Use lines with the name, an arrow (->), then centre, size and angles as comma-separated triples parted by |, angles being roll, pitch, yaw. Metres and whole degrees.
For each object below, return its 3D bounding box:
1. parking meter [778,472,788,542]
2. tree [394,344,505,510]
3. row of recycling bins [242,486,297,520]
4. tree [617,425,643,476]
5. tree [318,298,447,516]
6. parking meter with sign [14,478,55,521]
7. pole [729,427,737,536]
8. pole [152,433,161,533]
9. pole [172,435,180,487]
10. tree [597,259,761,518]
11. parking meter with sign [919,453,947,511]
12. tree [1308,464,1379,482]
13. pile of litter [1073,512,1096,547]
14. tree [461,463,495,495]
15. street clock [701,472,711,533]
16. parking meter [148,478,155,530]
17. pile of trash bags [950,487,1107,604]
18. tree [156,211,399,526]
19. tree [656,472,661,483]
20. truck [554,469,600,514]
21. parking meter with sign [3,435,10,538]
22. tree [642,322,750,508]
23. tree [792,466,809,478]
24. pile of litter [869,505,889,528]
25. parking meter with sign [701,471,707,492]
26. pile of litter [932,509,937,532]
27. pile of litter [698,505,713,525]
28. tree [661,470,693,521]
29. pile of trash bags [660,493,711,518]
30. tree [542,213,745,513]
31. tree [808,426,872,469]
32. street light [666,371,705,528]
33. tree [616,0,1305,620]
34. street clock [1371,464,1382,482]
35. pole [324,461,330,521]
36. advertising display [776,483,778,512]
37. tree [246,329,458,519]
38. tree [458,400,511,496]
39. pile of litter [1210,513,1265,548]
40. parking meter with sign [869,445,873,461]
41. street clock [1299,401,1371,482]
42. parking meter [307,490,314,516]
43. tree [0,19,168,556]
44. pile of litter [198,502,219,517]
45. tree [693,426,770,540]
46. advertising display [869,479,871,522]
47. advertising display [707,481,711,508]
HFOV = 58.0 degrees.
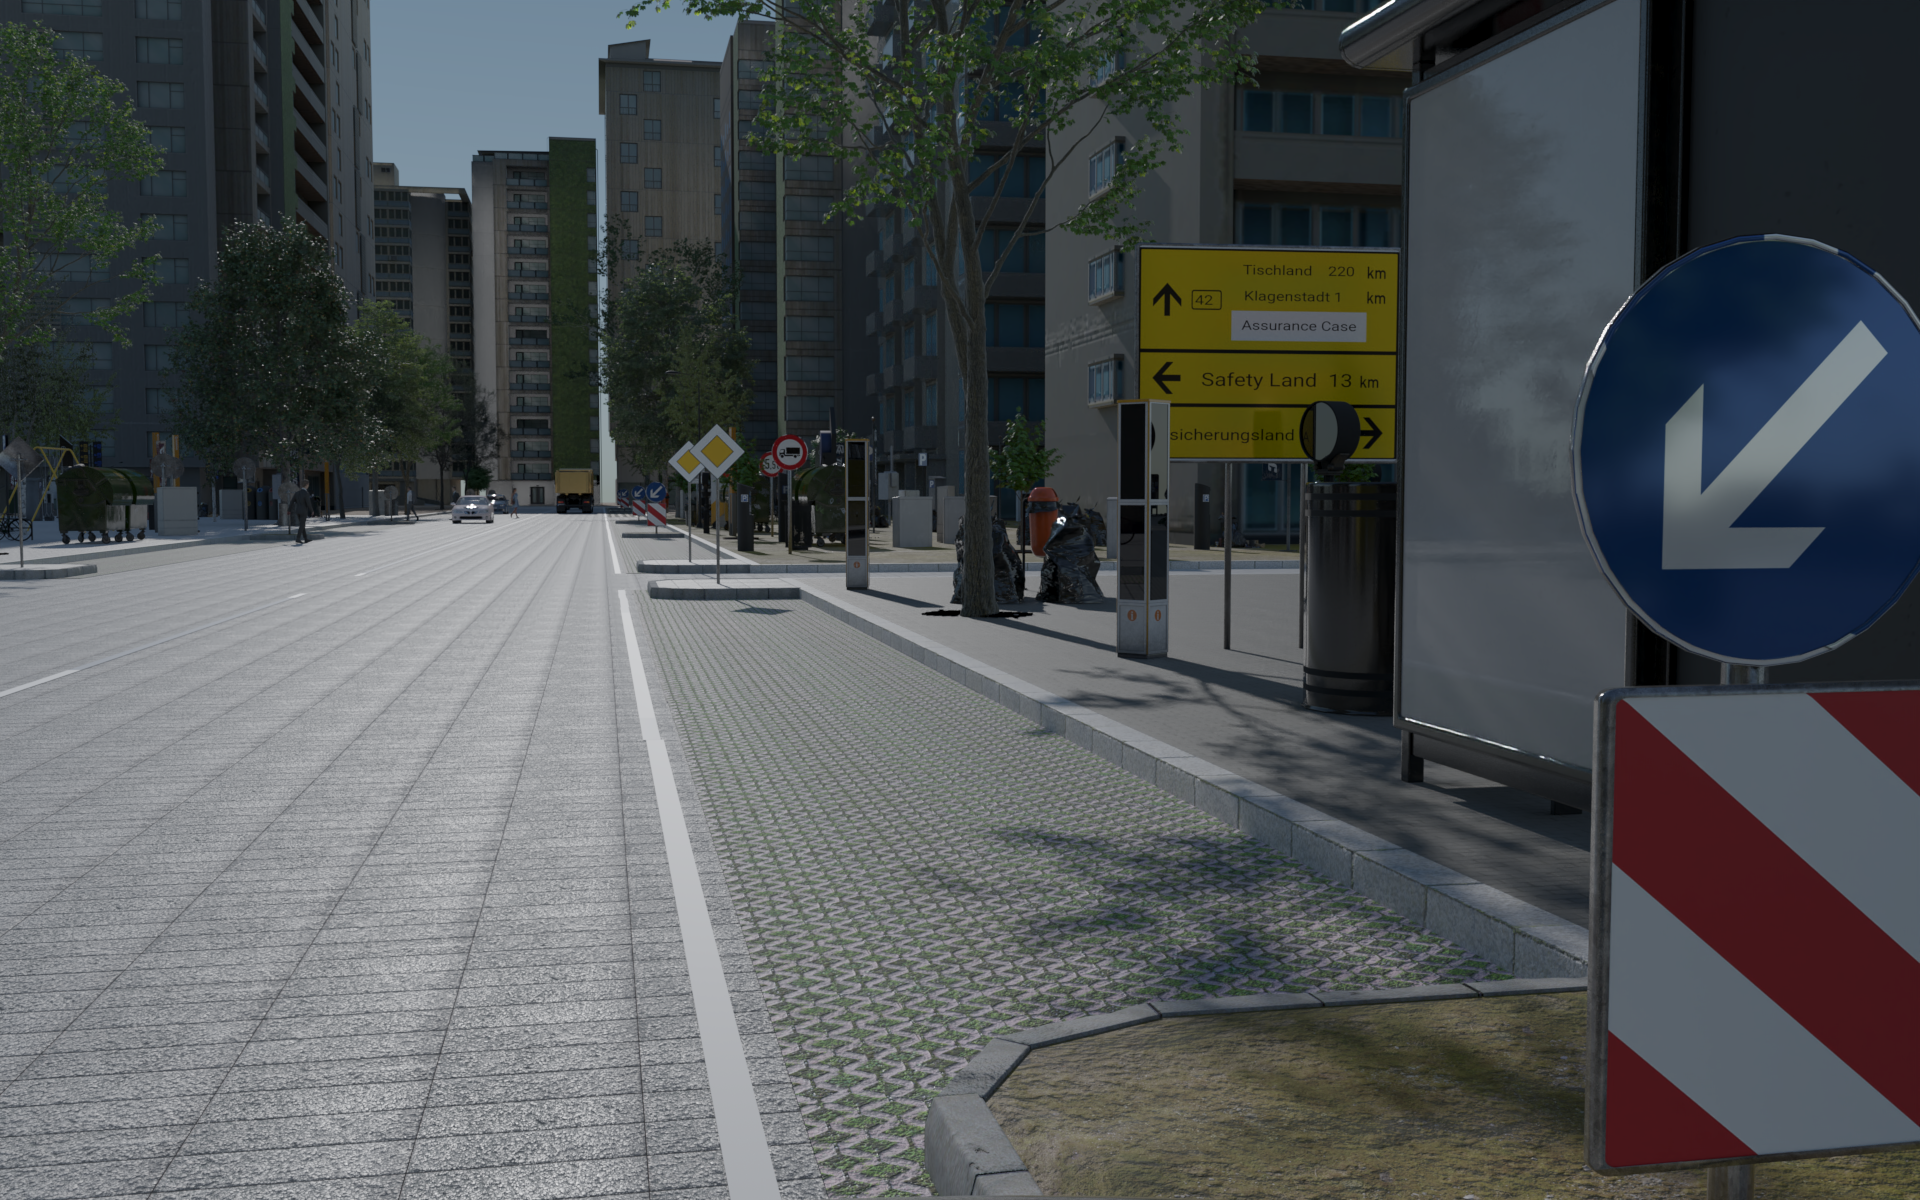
parking meter -> -4.649, -2.480, 46.256 | 0.399, 1.863, 0.255 | -1, 4, -16
tree -> -42.436, -14.152, 141.750 | 12.009, 13.543, 11.850 | 0, 3, 0
row of recycling bins -> -34.166, -4.818, 85.889 | 3.534, 1.692, 1.069 | 2, 4, 25
tree -> -27.962, -12.428, 153.556 | 4.737, 8.622, 4.395 | 0, 3, 0
tree -> -33.825, -11.160, 100.592 | 7.486, 12.596, 7.792 | 0, 3, 0
parking meter with sign -> -44.107, -5.269, 82.416 | 1.738, 3.016, 0.543 | -1, 4, -9
pole -> -6.947, -3.616, 52.958 | 0.158, 3.312, 0.155 | 0, 3, 0
pole -> -26.627, -3.889, 57.432 | 0.158, 3.312, 0.155 | 0, 3, 0
pole -> -27.098, -4.041, 59.913 | 0.158, 3.312, 0.155 | 0, 3, 0
tree -> -15.142, -11.442, 93.731 | 9.857, 13.997, 8.962 | 0, 3, 0
parking meter with sign -> -0.933, -4.759, 74.078 | 1.738, 3.016, 0.543 | -3, 5, -42
tree -> 8.805, -2.721, 39.087 | 1.663, 3.219, 1.824 | 0, 3, 0
pile of litter -> 2.613, -1.635, 40.697 | 1.176, 0.858, 1.719 | 2, 4, 32
tree -> -49.127, -11.799, 176.623 | 4.285, 4.588, 4.351 | 0, 3, 0
street clock -> -8.258, -3.169, 56.378 | 0.358, 2.002, 0.471 | 0, 4, -1
parking meter -> -28.820, -3.433, 61.839 | 0.255, 1.863, 0.399 | -1, 4, -16
pile of trash bags -> 0.910, -0.734, 21.747 | 1.912, 1.369, 3.447 | 0, 4, 7
tree -> -27.735, -9.403, 70.749 | 9.611, 12.733, 9.660 | 0, 3, 0
tree -> -23.460, -8.648, 135.989 | 1.663, 3.219, 1.824 | 0, 3, 0
truck -> -29.007, -8.243, 130.696 | 3.469, 3.379, 9.791 | -1, 4, -10
parking meter with sign -> -28.753, -3.321, 50.559 | 1.738, 3.016, 0.543 | -3, 4, -36
tree -> -11.026, -7.509, 73.133 | 4.737, 8.622, 4.395 | 0, 3, 0
tree -> -9.419, -6.650, 103.323 | 1.663, 3.219, 1.824 | 0, 3, 0
pile of litter -> -3.433, -3.196, 66.215 | 1.719, 0.858, 1.176 | -2, 4, -27
parking meter with sign -> -15.282, -6.554, 103.415 | 0.543, 3.016, 1.738 | -1, 4, -9
pile of litter -> -0.777, -2.747, 58.883 | 1.176, 0.858, 1.719 | -1, 4, -13
pile of litter -> -10.370, -3.486, 70.966 | 1.176, 0.858, 1.719 | 3, 5, 39
tree -> -12.657, -5.310, 81.414 | 1.663, 3.219, 1.824 | 0, 3, 0
pile of trash bags -> -15.435, -5.333, 96.945 | 3.447, 1.369, 1.912 | 2, 4, 27
tree -> -21.380, -16.047, 118.261 | 12.611, 20.169, 13.585 | 0, 3, 0
tree -> -5.730, -6.089, 83.271 | 4.285, 4.588, 4.351 | 0, 3, 0
street light -> -10.401, -5.686, 65.514 | 1.470, 5.913, 1.316 | -1, 4, -12
tree -> 0.028, -5.635, 17.882 | 9.928, 11.665, 9.643 | 0, 3, 0
street clock -> 9.996, -2.281, 41.860 | 0.358, 2.002, 0.471 | 0, 4, -6
pole -> -30.062, -5.407, 82.253 | 0.158, 3.312, 0.155 | 0, 3, 0
advertising display -> -10.198, -5.838, 100.658 | 0.974, 1.923, 0.123 | 0, 4, -1
tree -> -32.302, -9.506, 89.835 | 7.601, 10.594, 8.767 | 3, 4, 38
tree -> -46.421, -13.928, 162.127 | 8.767, 10.594, 7.601 | -1, 4, -18
pile of litter -> 6.690, -1.708, 41.889 | 1.176, 0.858, 1.719 | -1, 4, -12
parking meter with sign -> -3.719, -4.066, 62.743 | 0.543, 3.016, 1.738 | -2, 4, -29
street clock -> 2.877, -0.548, 13.531 | 0.358, 2.002, 0.471 | -2, 4, -28
parking meter -> -37.214, -5.556, 99.244 | 0.372, 1.533, 0.369 | 0, 3, 0
tree -> -20.618, -6.750, 36.113 | 9.928, 11.665, 9.643 | 0, 3, 0
pile of litter -> -41.786, -5.041, 96.386 | 1.176, 0.858, 1.719 | 0, 4, 5
tree -> -6.372, -3.336, 49.151 | 1.663, 3.219, 1.824 | 0, 3, 0
advertising display -> -3.862, -4.169, 73.370 | 0.123, 1.923, 0.974 | 0, 4, 1
advertising display -> -12.176, -4.986, 86.732 | 0.974, 1.923, 0.123 | -1, 4, -22
